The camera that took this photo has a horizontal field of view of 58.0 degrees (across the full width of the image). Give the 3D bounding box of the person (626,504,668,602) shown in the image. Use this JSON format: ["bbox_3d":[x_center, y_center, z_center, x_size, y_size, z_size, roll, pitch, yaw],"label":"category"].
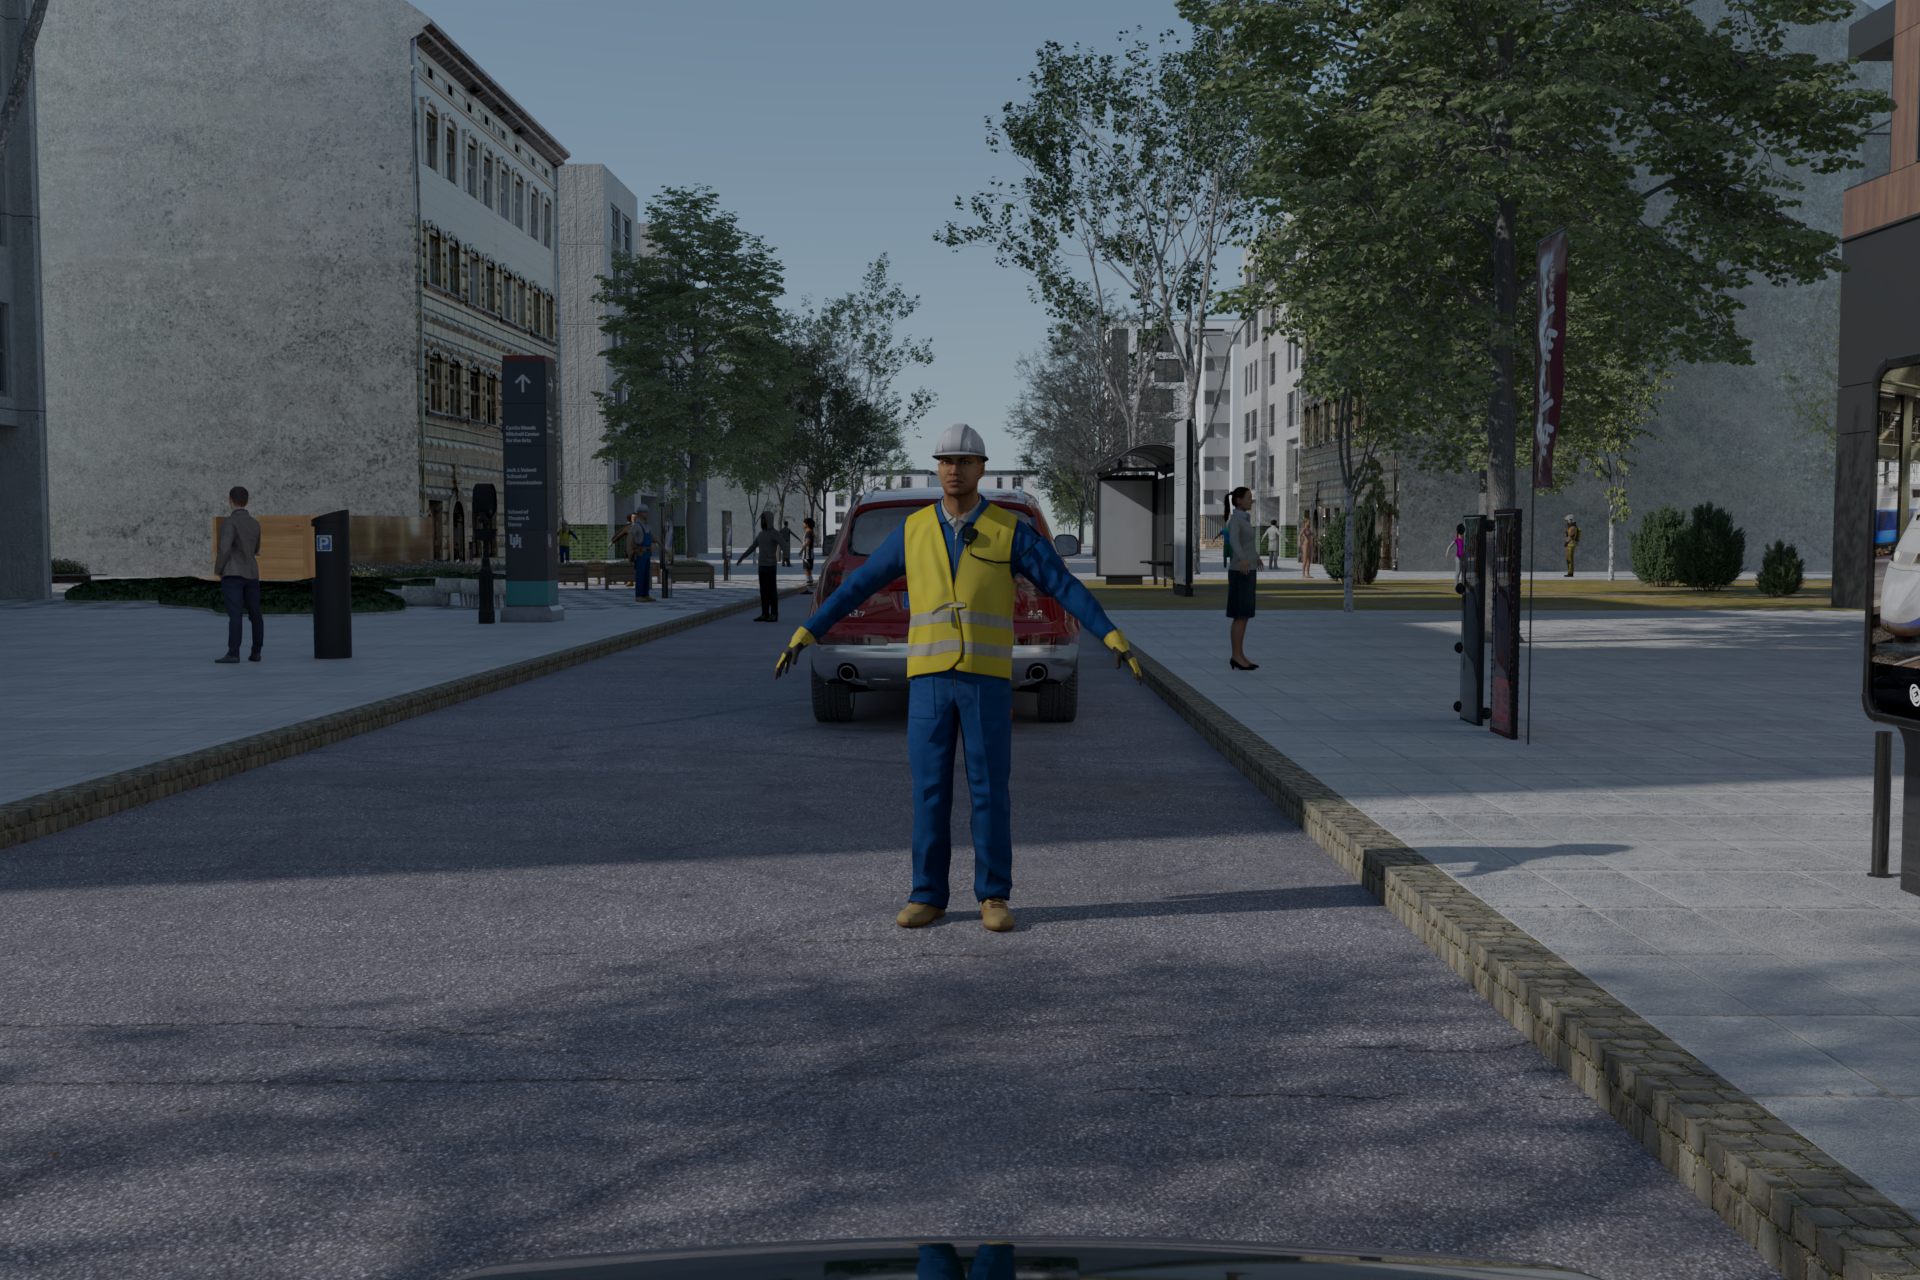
[{"bbox_3d":[-5.988,-1.650,32.832,0.705,1.847,1.347,1,4,22],"label":"person"}]

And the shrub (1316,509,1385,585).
[{"bbox_3d":[9.950,-2.427,44.093,1.690,2.028,1.600,0,3,0],"label":"shrub"}]

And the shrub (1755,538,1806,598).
[{"bbox_3d":[16.584,-1.461,35.009,1.383,1.207,1.383,0,3,0],"label":"shrub"}]

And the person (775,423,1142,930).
[{"bbox_3d":[-0.003,0.128,6.341,1.349,1.833,0.705,1,4,11],"label":"person"}]

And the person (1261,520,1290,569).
[{"bbox_3d":[11.414,-3.468,62.885,0.705,1.806,1.347,-3,4,-38],"label":"person"}]

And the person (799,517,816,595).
[{"bbox_3d":[-3.620,-1.986,41.070,0.704,1.843,1.345,0,4,3],"label":"person"}]

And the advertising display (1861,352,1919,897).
[{"bbox_3d":[3.439,-0.049,6.008,0.123,1.923,0.974,0,4,1],"label":"advertising display"}]

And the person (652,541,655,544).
[{"bbox_3d":[-12.658,-3.879,69.209,1.354,1.856,0.705,3,5,45],"label":"person"}]

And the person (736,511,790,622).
[{"bbox_3d":[-3.160,-1.204,28.267,0.705,1.813,1.348,-3,5,-44],"label":"person"}]

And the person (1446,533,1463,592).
[{"bbox_3d":[11.121,-1.775,38.286,0.991,1.433,0.599,-2,4,-24],"label":"person"}]

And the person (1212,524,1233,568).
[{"bbox_3d":[10.131,-3.616,65.253,1.347,1.817,0.704,1,4,22],"label":"person"}]

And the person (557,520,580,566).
[{"bbox_3d":[-13.478,-3.207,58.896,1.216,1.772,0.721,1,4,11],"label":"person"}]

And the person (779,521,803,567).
[{"bbox_3d":[-6.809,-3.778,68.034,1.348,1.796,0.705,2,4,26],"label":"person"}]

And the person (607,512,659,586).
[{"bbox_3d":[-7.953,-2.218,42.401,1.346,1.812,0.704,0,4,7],"label":"person"}]

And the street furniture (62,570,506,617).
[{"bbox_3d":[-12.176,-0.969,31.465,5.734,0.657,10.072,-3,5,-40],"label":"street furniture"}]

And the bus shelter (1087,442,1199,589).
[{"bbox_3d":[4.246,-2.884,41.072,2.014,3.302,5.546,0,4,-1],"label":"bus shelter"}]

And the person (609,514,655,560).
[{"bbox_3d":[-8.992,-2.530,47.304,1.347,1.837,0.705,1,4,11],"label":"person"}]

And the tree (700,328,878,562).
[{"bbox_3d":[-8.246,-8.850,79.116,8.767,10.594,7.601,-2,4,-24],"label":"tree"}]

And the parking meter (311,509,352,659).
[{"bbox_3d":[-6.493,-0.580,17.896,0.372,1.533,0.369,0,3,0],"label":"parking meter"}]

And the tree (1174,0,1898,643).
[{"bbox_3d":[6.285,-6.215,19.735,7.486,12.596,7.792,0,3,0],"label":"tree"}]

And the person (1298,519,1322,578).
[{"bbox_3d":[10.133,-2.654,50.201,0.721,1.733,1.217,3,5,43],"label":"person"}]

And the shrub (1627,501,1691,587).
[{"bbox_3d":[17.042,-2.316,41.915,1.661,2.075,1.752,0,3,0],"label":"shrub"}]

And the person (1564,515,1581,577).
[{"bbox_3d":[18.178,-2.807,51.656,0.705,1.858,1.354,1,4,22],"label":"person"}]

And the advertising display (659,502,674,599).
[{"bbox_3d":[-5.891,-1.808,34.781,0.123,1.923,0.974,0,4,1],"label":"advertising display"}]

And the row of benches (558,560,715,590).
[{"bbox_3d":[-7.607,-1.510,40.148,4.104,0.672,1.422,-1,4,-14],"label":"row of benches"}]

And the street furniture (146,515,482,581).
[{"bbox_3d":[-14.957,-2.261,43.820,9.812,1.723,11.010,1,4,11],"label":"street furniture"}]

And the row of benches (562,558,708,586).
[{"bbox_3d":[-8.275,-1.790,44.733,4.104,0.672,1.422,-3,5,-41],"label":"row of benches"}]

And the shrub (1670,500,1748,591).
[{"bbox_3d":[16.822,-2.135,38.944,1.661,2.075,1.752,0,3,0],"label":"shrub"}]

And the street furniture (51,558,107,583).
[{"bbox_3d":[-26.784,-2.472,47.269,9.812,1.723,11.010,-3,4,-39],"label":"street furniture"}]

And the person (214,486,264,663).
[{"bbox_3d":[-7.330,-0.662,17.405,0.750,1.759,0.617,2,4,35],"label":"person"}]

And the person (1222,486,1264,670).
[{"bbox_3d":[2.749,-0.587,16.422,0.721,1.735,1.217,1,4,16],"label":"person"}]

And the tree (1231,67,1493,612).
[{"bbox_3d":[6.608,-4.755,28.110,4.737,8.622,4.395,0,3,0],"label":"tree"}]

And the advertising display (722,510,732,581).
[{"bbox_3d":[-6.380,-2.582,47.429,0.123,1.923,0.974,0,4,2],"label":"advertising display"}]
